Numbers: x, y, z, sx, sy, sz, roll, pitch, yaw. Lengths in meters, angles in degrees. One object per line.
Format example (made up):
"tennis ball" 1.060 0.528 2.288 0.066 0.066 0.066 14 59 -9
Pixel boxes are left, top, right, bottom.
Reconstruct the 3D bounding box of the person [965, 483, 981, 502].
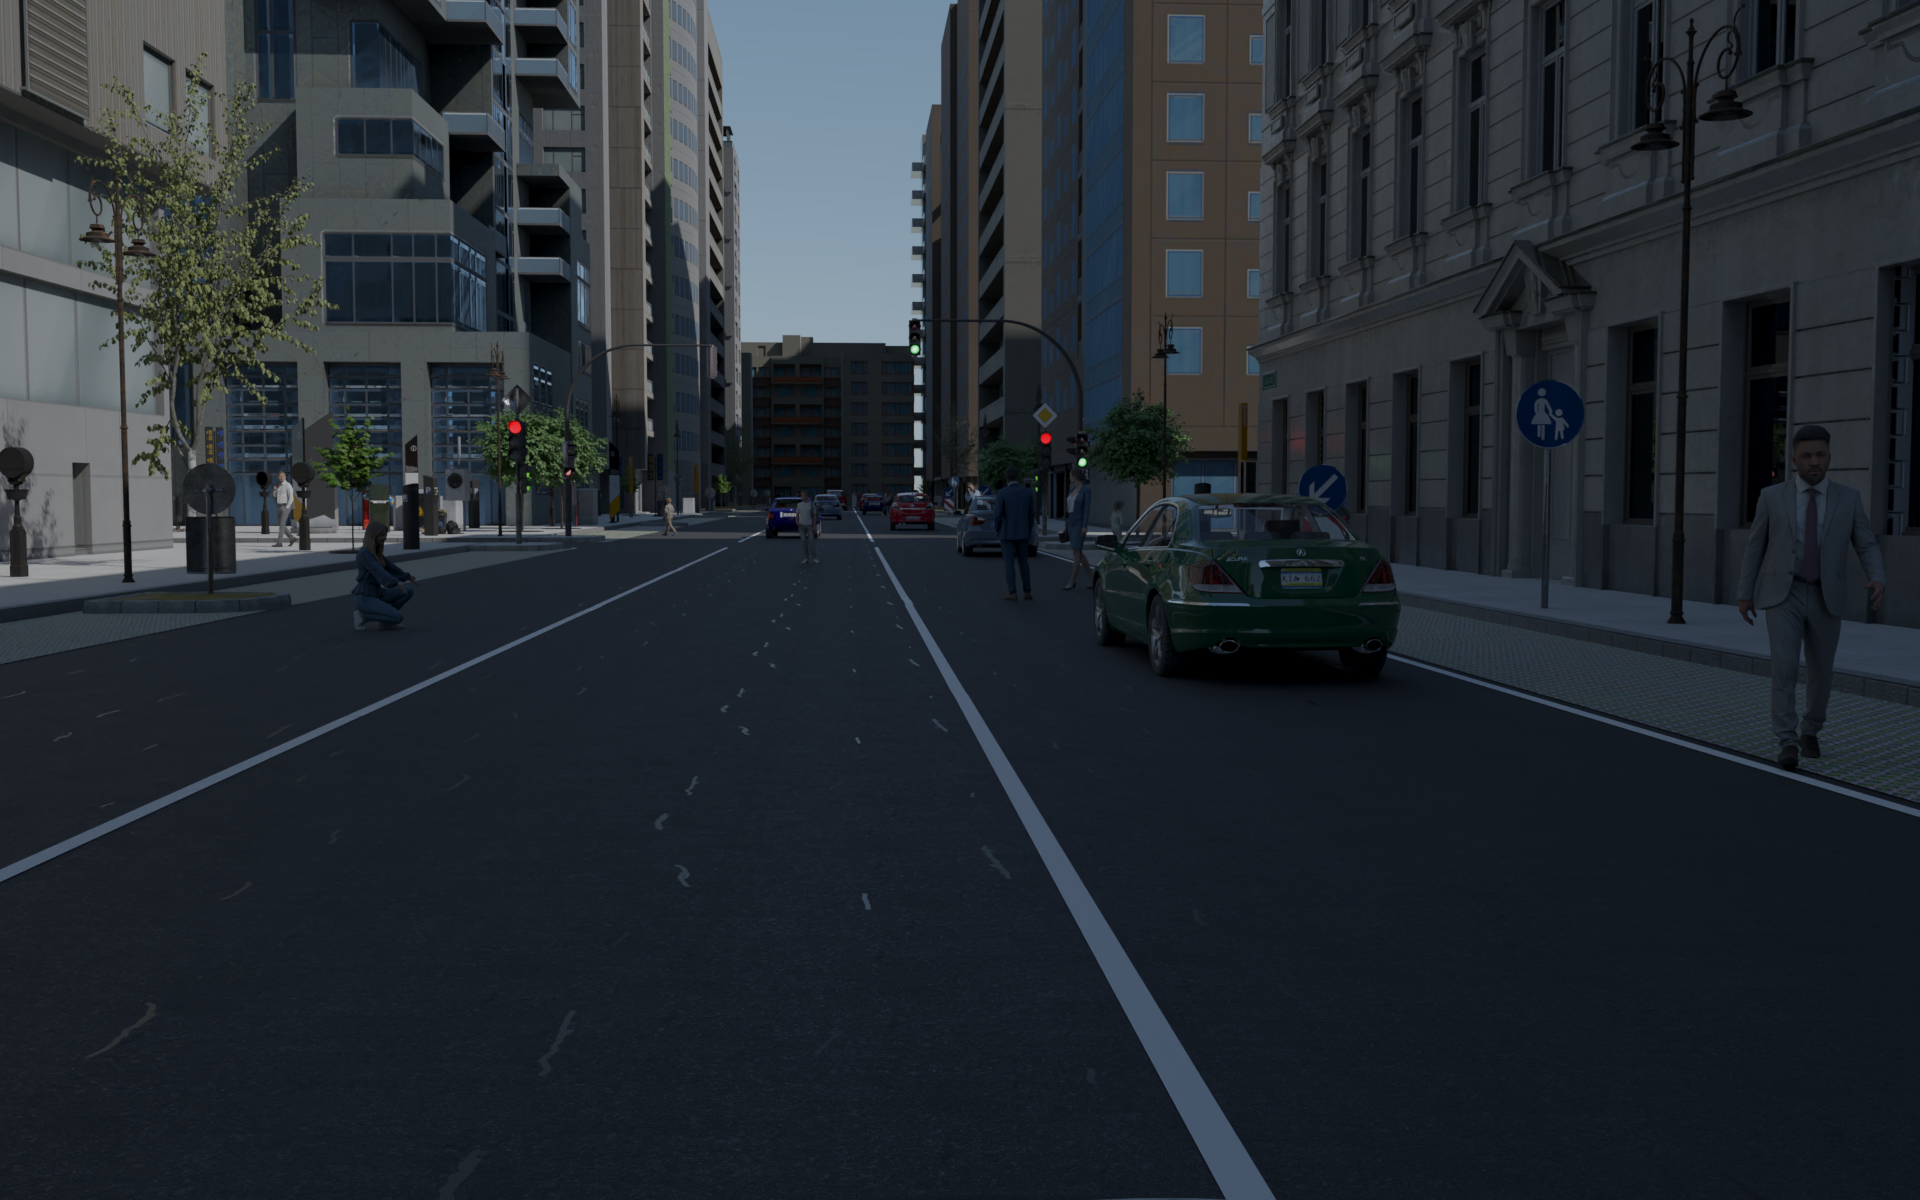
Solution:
"person" 0.451 -2.890 56.022 0.793 1.790 0.793 2 4 31

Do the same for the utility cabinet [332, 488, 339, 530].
"utility cabinet" -22.598 -3.213 61.206 1.173 1.500 0.318 -1 4 -19

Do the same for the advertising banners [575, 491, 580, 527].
"advertising banners" -15.003 -4.373 67.692 0.090 3.025 2.074 0 4 -8

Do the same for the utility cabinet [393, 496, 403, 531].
"utility cabinet" -19.314 -3.029 60.680 1.020 1.237 0.306 -3 4 -38

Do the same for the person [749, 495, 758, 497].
"person" -23.882 -11.851 200.586 1.217 1.735 0.721 2 4 25

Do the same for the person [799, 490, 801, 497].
"person" -15.932 -10.060 173.123 0.705 1.807 1.348 -1 4 -16

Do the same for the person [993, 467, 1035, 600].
"person" 0.752 -0.900 23.395 0.721 1.800 0.419 -2 4 -31

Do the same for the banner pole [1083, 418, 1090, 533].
"banner pole" 4.099 -4.087 56.833 0.401 3.779 0.863 -1 4 -20

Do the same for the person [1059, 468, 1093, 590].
"person" 1.809 -1.065 25.937 0.654 1.822 0.581 -1 4 -17

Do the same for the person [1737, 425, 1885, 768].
"person" 4.485 -0.023 9.158 0.678 1.792 0.850 1 4 21

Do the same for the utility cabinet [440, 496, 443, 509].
"utility cabinet" -20.379 -3.385 66.508 1.020 1.237 0.306 -3 5 -45

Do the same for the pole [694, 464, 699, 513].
"pole" -19.071 -8.009 124.791 0.158 3.312 0.155 0 3 0

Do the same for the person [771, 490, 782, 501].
"person" -14.612 -7.891 138.338 0.721 1.723 1.217 3 4 36

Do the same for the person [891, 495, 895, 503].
"person" -7.945 -11.618 199.244 1.217 1.735 0.721 -1 4 -22

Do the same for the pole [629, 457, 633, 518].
"pole" -17.944 -6.151 94.419 0.158 3.312 0.155 0 3 0

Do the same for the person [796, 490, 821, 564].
"person" -3.130 -1.512 35.812 0.503 1.515 0.523 -1 4 -20

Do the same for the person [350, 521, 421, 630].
"person" -6.055 -0.270 18.414 0.738 1.151 1.012 0 4 3

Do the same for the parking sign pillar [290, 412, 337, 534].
"parking sign pillar" -21.112 -4.157 56.441 1.447 3.967 1.447 3 5 45

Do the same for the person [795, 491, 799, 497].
"person" -17.566 -11.004 189.130 1.217 1.736 0.721 -3 5 -41

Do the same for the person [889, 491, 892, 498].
"person" -7.879 -11.361 194.271 0.705 1.821 1.348 -1 4 -22

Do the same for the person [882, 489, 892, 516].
"person" -4.883 -6.486 115.142 0.643 1.750 0.593 3 4 38

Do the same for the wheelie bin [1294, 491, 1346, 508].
"wheelie bin" 6.357 -1.404 30.858 0.980 1.594 0.693 -1 4 -13

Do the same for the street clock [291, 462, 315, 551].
"street clock" -14.894 -2.125 39.315 0.471 2.002 0.358 1 4 10

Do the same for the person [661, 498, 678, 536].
"person" -9.986 -2.853 59.420 0.640 1.303 0.475 1 4 15

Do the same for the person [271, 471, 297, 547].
"person" -16.451 -2.197 42.067 0.679 1.850 0.850 2 4 26

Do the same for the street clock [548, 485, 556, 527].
"street clock" -15.983 -3.872 67.870 0.358 2.002 0.471 0 4 4

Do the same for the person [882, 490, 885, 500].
"person" -7.120 -9.304 160.612 0.705 1.826 1.348 0 4 -5

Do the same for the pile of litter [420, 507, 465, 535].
"pile of litter" -16.714 -2.530 55.333 1.719 0.858 1.176 -1 4 -18

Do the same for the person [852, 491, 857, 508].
"person" -10.877 -10.361 178.568 0.551 1.740 0.621 -2 4 -26

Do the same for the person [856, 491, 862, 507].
"person" -10.424 -10.497 180.842 1.217 1.743 0.721 0 4 -4

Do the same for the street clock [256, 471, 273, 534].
"street clock" -22.081 -3.085 55.004 0.471 2.002 0.358 1 4 19

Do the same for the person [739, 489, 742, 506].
"person" -23.211 -10.840 183.353 0.705 1.814 1.350 0 4 -8

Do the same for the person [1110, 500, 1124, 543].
"person" 3.419 -1.508 37.432 0.394 1.301 0.425 -3 5 -44

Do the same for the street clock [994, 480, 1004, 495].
"street clock" 1.967 -5.064 87.371 0.471 2.002 0.358 -3 4 -38

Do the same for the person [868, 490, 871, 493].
"person" -7.913 -8.805 152.392 0.705 1.831 1.348 2 4 26

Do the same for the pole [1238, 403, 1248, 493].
"pole" 6.334 -2.752 38.844 0.158 3.312 0.155 0 3 0

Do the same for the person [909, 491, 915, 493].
"person" -4.254 -8.739 152.181 0.742 1.727 0.445 3 4 36

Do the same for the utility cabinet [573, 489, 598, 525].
"utility cabinet" -15.453 -3.834 71.361 1.173 1.500 0.318 2 4 33

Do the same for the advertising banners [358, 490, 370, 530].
"advertising banners" -21.116 -3.998 61.551 0.090 3.025 2.074 1 4 10

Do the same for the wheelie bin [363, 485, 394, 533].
"wheelie bin" -19.311 -3.035 57.524 0.980 1.594 0.693 -1 4 -18

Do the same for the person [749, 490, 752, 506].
"person" -22.719 -11.091 188.175 0.445 1.727 0.742 0 4 2

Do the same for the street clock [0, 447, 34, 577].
"street clock" -14.565 -1.357 26.757 0.471 2.002 0.358 0 4 8
